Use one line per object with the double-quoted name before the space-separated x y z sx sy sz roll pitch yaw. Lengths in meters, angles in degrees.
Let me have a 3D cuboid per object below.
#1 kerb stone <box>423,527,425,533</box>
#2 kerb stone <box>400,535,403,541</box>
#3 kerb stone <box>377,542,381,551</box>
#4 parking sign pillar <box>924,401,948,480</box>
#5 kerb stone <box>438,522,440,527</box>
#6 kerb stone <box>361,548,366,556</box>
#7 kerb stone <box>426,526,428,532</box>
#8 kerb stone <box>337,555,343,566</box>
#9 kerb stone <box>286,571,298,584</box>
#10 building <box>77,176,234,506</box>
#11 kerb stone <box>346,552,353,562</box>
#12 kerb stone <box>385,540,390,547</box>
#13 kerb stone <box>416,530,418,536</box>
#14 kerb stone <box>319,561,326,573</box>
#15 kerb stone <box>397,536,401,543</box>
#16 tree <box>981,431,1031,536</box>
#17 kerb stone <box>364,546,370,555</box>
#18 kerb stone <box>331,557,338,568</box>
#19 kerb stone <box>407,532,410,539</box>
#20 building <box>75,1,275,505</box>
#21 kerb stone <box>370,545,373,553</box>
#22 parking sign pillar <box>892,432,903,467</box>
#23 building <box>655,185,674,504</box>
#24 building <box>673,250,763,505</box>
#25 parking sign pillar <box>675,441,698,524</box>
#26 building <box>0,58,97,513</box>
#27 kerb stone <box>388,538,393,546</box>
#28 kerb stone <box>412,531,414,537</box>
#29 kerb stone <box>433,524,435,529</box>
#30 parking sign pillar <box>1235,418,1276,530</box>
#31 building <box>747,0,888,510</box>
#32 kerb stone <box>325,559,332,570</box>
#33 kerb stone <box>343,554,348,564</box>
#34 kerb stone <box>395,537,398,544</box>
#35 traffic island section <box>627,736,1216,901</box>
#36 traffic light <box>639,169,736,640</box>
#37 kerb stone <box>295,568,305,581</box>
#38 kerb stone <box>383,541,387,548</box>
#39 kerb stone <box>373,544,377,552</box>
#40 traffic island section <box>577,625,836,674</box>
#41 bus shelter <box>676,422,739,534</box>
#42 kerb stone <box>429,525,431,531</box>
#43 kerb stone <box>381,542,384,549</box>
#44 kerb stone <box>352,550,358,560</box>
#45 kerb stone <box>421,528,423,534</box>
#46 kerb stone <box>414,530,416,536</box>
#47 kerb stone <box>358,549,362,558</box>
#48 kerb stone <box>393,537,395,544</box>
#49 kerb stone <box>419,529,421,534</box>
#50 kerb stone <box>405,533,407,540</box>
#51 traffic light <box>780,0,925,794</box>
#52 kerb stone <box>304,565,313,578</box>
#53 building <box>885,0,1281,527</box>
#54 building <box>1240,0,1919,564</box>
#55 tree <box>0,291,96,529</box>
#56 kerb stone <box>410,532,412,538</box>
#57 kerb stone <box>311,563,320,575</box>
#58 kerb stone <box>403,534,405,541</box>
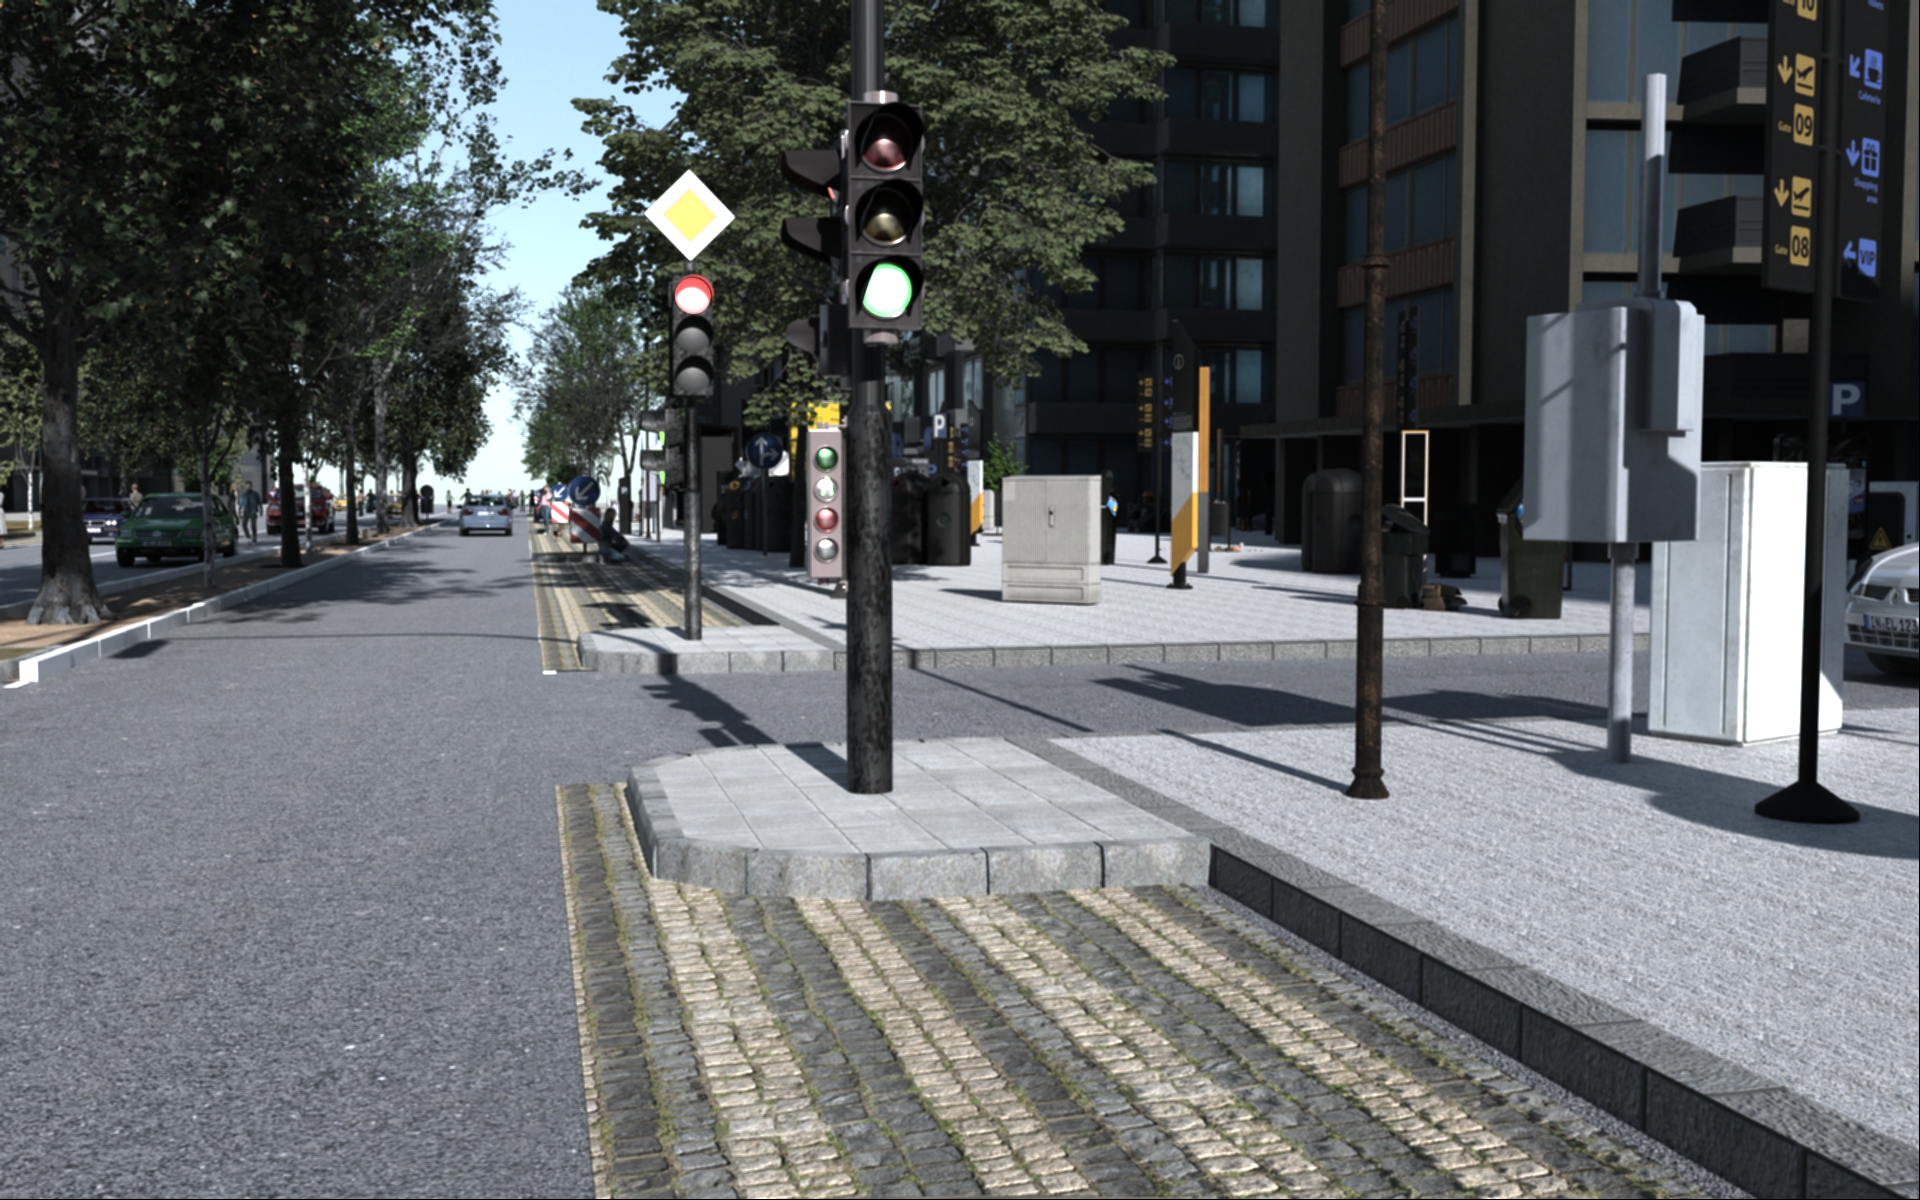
"kerb stone" -19.483 -2.461 62.439 0.120 0.150 1.000 -1 4 -14
"kerb stone" -16.736 -1.792 51.488 0.120 0.150 1.000 -1 4 -14
"kerb stone" -14.739 -1.306 43.553 0.120 0.150 1.000 -1 4 -14
"parking sign pillar" -0.691 -3.746 49.716 1.447 3.967 1.447 1 4 12
"kerb stone" -22.239 -3.130 73.377 0.120 0.150 1.000 -1 4 -14
"kerb stone" -13.747 -1.061 39.572 0.120 0.150 1.000 -1 4 -14
"kerb stone" -19.989 -2.580 64.423 0.120 0.150 1.000 -1 4 -14
"kerb stone" -12.487 -0.758 34.595 0.120 0.150 1.000 -1 4 -14
"kerb stone" -10.742 -0.333 27.645 0.120 0.150 1.000 -1 4 -14
"building" -95.003 -29.989 182.209 32.217 40.220 23.993 -1 4 -14
"kerb stone" -12.986 -0.880 36.585 0.120 0.150 1.000 -1 4 -14
"kerb stone" -15.495 -1.482 46.524 0.120 0.150 1.000 -1 4 -14
"kerb stone" -18.484 -2.216 58.444 0.120 0.150 1.000 -1 4 -14
"kerb stone" -11.735 -0.576 31.615 0.120 0.150 1.000 -1 4 -14
"kerb stone" -16.481 -1.727 50.497 0.120 0.150 1.000 -1 4 -14
"tree" 1.075 -3.614 53.695 1.663 3.219 1.824 0 3 0
"kerb stone" -13.994 -1.121 40.564 0.120 0.150 1.000 -1 4 -14
"kerb stone" -12.236 -0.698 33.604 0.120 0.150 1.000 -1 4 -14
"kerb stone" -17.484 -1.974 54.466 0.120 0.150 1.000 -1 4 -14
"building" -96.125 -40.748 208.231 21.231 58.520 28.212 -1 4 -14
"kerb stone" -14.246 -1.183 41.565 0.120 0.150 1.000 -1 4 -14
"parking sign pillar" -2.196 -4.111 55.683 1.447 3.967 1.447 1 4 12
"building" -29.844 -35.498 235.013 22.147 44.769 28.867 -1 4 -14
"building" -28.378 -26.981 212.834 14.160 30.474 14.107 -1 4 -14
"parking sign pillar" -11.733 -5.324 75.519 1.447 3.967 1.447 1 4 10
"building" -78.183 -32.448 119.760 28.713 52.752 27.495 -1 4 -14
"kerb stone" -15.734 -1.549 47.518 0.120 0.150 1.000 -1 4 -14
"kerb stone" -17.985 -2.094 56.451 0.120 0.150 1.000 -1 4 -14
"kerb stone" -21.235 -2.887 69.398 0.120 0.150 1.000 -1 4 -14
"parking sign pillar" 10.572 -4.487 61.833 1.447 3.967 1.447 0 4 -1
"building" -5.487 -29.673 139.784 22.147 44.769 28.867 -1 4 -14
"kerb stone" -11.985 -0.637 32.610 0.120 0.150 1.000 -1 4 -14
"kerb stone" -12.743 -0.819 35.589 0.120 0.150 1.000 -1 4 -14
"kerb stone" -16.235 -1.670 49.505 0.120 0.150 1.000 -1 4 -14
"traffic island section" -0.380 0.903 7.519 2.009 0.180 2.903 -1 4 -14
"traffic light" -2.368 -1.604 15.140 0.839 4.253 0.868 -1 4 -14
"kerb stone" -10.994 -0.394 28.637 0.120 0.150 1.000 -1 4 -14
"kerb stone" -15.242 -1.419 45.534 0.120 0.150 1.000 -1 4 -14
"kerb stone" -14.492 -1.246 42.561 0.120 0.150 1.000 -1 4 -14
"traffic island section" -2.327 0.429 15.264 2.009 0.180 2.903 -1 4 -14
"bus shelter" -8.655 -4.142 59.000 1.731 3.624 6.357 -1 4 -14
"kerb stone" -20.486 -2.705 66.421 0.120 0.150 1.000 -1 4 -14
"kerb stone" -14.984 -1.362 44.545 0.120 0.150 1.000 -1 4 -14
"kerb stone" -13.238 -0.940 37.576 0.120 0.150 1.000 -1 4 -14
"kerb stone" -19.237 -2.400 61.442 0.120 0.150 1.000 -1 4 -14
"kerb stone" -18.233 -2.156 57.443 0.120 0.150 1.000 -1 4 -14
"kerb stone" -13.496 -0.999 38.576 0.120 0.150 1.000 -1 4 -14
"kerb stone" -15.992 -1.610 48.512 0.120 0.150 1.000 -1 4 -14
"kerb stone" -18.982 -2.338 60.429 0.120 0.150 1.000 -1 4 -14
"kerb stone" -17.240 -1.911 53.474 0.120 0.150 1.000 -1 4 -14
"traffic light" -2.429 -1.962 6.748 4.771 5.953 1.251 -1 4 -14
"kerb stone" -11.239 -0.451 29.629 0.120 0.150 1.000 -1 4 -14
"building" 8.599 -28.100 79.041 23.786 49.044 30.456 -1 4 -14
"building" 21.985 -23.738 42.736 28.867 44.769 22.147 -1 4 -14
"tree" -33.814 -6.888 62.979 4.737 8.622 4.395 0 3 0
"kerb stone" -17.730 -2.034 55.458 0.120 0.150 1.000 -1 4 -14
"kerb stone" -11.485 -0.515 30.621 0.120 0.150 1.000 -1 4 -14
"kerb stone" -16.986 -1.852 52.479 0.120 0.150 1.000 -1 4 -14
